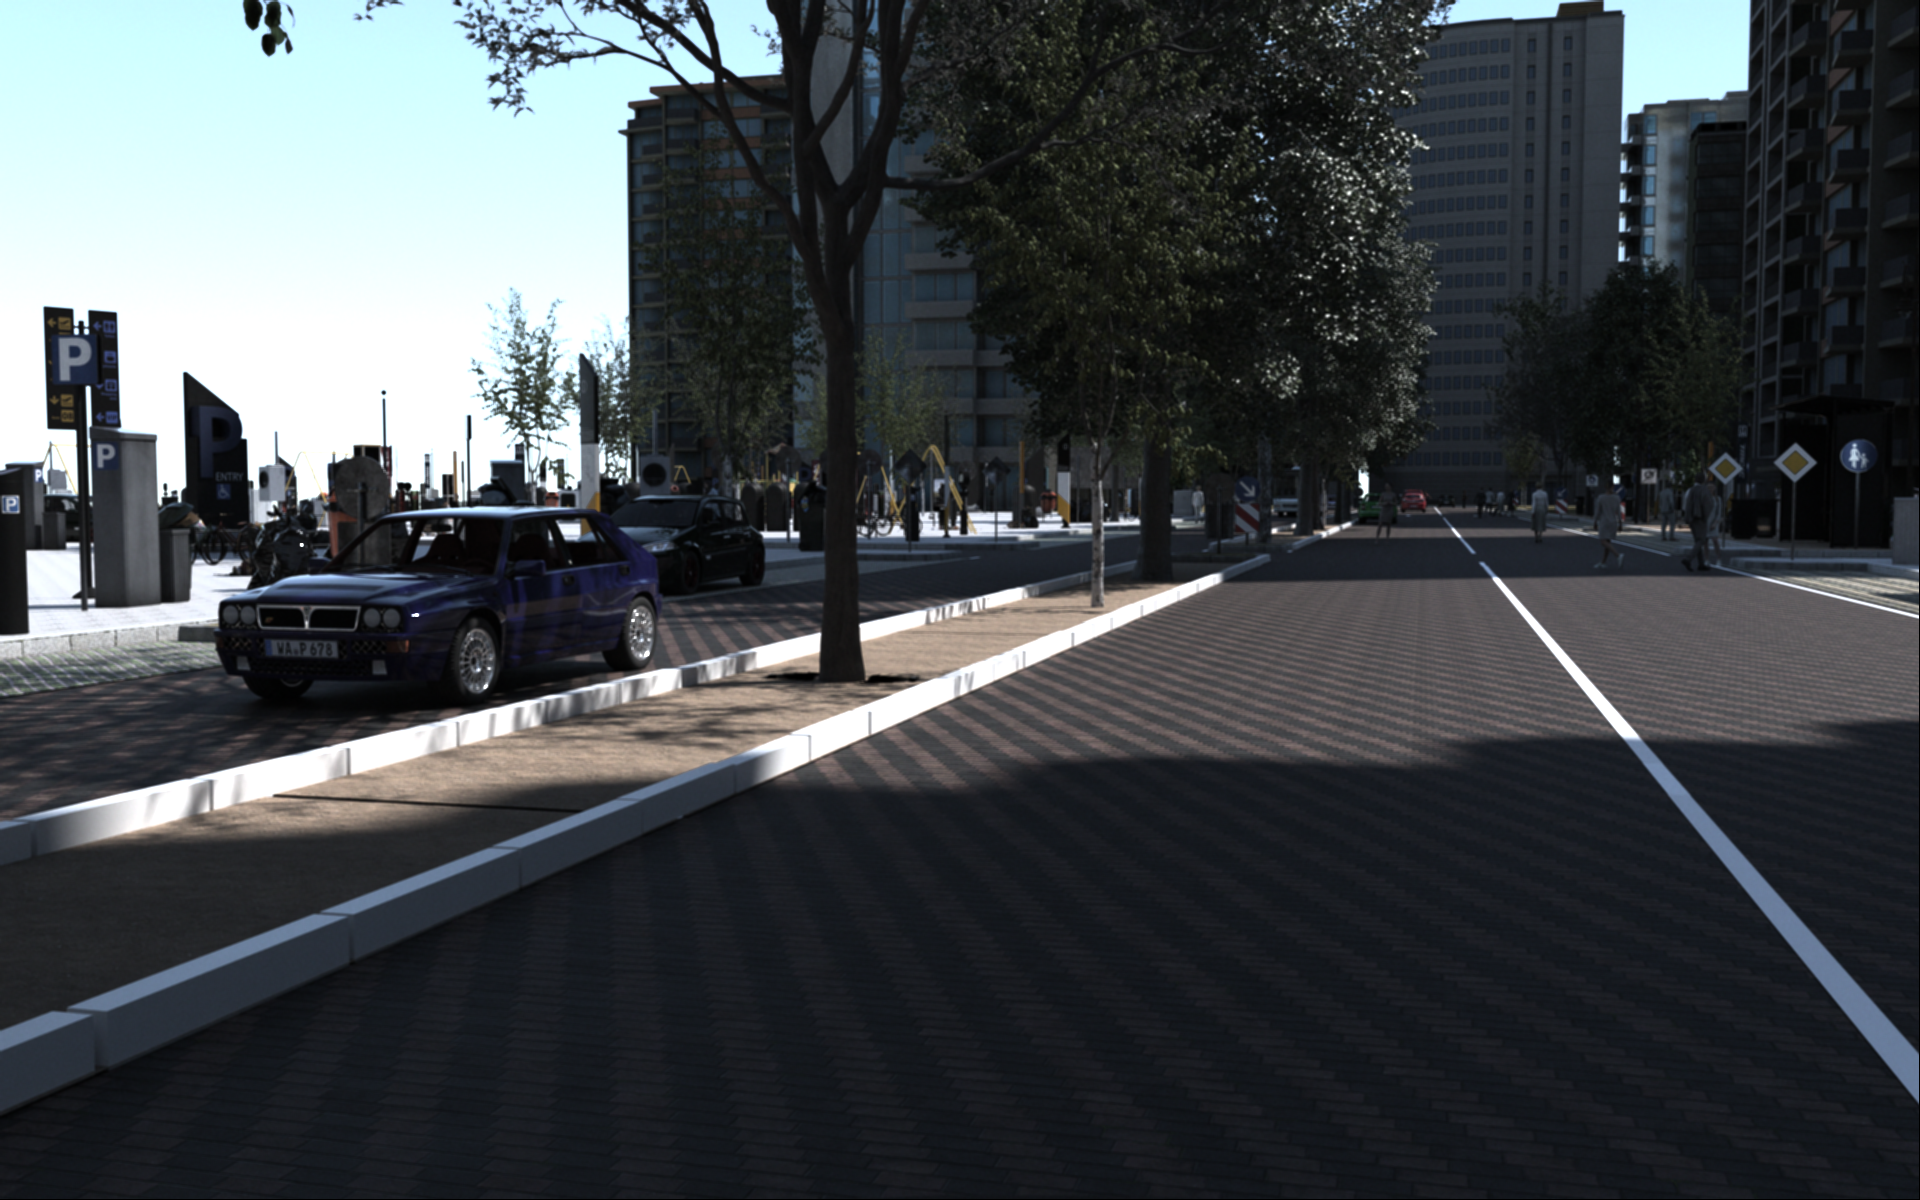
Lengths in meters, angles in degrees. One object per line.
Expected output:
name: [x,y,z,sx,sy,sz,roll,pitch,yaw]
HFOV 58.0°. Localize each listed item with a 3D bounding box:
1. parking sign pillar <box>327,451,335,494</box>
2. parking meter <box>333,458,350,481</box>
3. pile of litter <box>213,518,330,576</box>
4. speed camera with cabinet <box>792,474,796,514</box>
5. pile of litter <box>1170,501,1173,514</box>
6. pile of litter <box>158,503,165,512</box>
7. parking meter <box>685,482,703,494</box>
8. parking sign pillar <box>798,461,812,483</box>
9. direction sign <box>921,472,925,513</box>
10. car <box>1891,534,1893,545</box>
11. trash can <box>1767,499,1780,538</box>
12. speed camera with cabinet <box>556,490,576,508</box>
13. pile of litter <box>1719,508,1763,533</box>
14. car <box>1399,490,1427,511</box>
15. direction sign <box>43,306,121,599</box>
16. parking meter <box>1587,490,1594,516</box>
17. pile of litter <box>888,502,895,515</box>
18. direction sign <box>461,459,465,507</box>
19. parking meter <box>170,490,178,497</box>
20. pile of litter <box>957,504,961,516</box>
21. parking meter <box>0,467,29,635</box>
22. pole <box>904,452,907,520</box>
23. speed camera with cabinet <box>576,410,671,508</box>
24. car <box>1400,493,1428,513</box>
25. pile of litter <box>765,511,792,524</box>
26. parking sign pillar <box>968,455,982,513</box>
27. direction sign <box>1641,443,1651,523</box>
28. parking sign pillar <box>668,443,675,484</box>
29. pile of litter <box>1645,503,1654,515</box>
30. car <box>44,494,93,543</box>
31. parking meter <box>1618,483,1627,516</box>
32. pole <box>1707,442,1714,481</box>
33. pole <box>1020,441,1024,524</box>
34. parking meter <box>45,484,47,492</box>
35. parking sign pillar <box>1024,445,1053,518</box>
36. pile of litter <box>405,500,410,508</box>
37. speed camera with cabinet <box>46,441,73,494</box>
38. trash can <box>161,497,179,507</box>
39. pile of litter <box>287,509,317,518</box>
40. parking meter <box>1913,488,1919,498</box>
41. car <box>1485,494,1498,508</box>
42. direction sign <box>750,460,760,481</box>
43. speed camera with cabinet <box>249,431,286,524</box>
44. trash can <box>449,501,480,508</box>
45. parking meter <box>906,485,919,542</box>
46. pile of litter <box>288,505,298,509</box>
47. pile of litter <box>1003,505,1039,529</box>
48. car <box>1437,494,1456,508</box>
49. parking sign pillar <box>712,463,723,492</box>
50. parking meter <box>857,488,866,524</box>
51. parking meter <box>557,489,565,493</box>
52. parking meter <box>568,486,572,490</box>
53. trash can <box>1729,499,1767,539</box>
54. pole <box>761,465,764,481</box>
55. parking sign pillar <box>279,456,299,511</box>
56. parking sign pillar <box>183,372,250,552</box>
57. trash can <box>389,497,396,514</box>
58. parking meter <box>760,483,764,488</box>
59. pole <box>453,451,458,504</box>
parking sign pillar: [-38.827,-7.255,107.089,1.447,3.967,1.447,-1,4,-18]
parking meter: [-9.967,-1.372,28.151,0.255,1.863,0.399,1,4,9]
pile of litter: [-10.967,-0.825,27.458,1.719,0.858,1.176,2,4,25]
speed camera with cabinet: [-10.765,-7.200,112.058,0.660,3.252,2.038,0,4,7]
pile of litter: [13.612,-5.991,111.913,1.719,0.858,1.176,2,4,32]
pile of litter: [-37.115,-4.093,80.880,1.176,0.858,1.719,-3,5,-42]
parking meter: [-5.488,-1.675,35.800,0.372,1.533,0.369,0,3,0]
parking sign pillar: [-11.143,-8.327,124.623,1.447,3.967,1.447,-1,4,-11]
direction sign: [-2.484,-7.575,115.855,0.379,3.537,0.876,0,4,-1]
car: [22.087,-1.672,36.132,4.718,1.807,1.959,1,4,13]
trash can: [23.581,-2.389,50.718,0.748,1.137,0.748,0,3,0]
speed camera with cabinet: [-16.443,-4.958,75.398,2.038,3.252,0.660,0,4,3]
pile of litter: [25.845,-2.649,57.283,1.719,0.858,1.176,-1,4,-12]
car: [38.716,-8.521,147.991,2.281,1.827,5.304,1,4,13]
direction sign: [-10.749,-1.791,21.281,0.379,3.537,0.876,3,4,38]
parking meter: [36.731,-5.659,100.933,0.372,1.533,0.369,0,3,0]
pile of litter: [-3.948,-5.519,104.194,1.176,0.858,1.719,-3,5,-43]
direction sign: [-33.824,-7.699,117.879,0.379,3.537,0.876,0,4,-6]
parking meter: [-44.208,-5.445,97.442,0.372,1.533,0.369,0,3,0]
pile of litter: [-0.084,-5.518,104.183,1.176,0.858,1.719,3,4,36]
parking meter: [-8.755,-0.455,15.849,0.372,1.533,0.369,0,3,0]
pole: [-2.679,-5.553,84.630,0.158,3.312,0.155,0,3,0]
speed camera with cabinet: [-7.801,-2.816,40.382,2.038,3.252,0.660,0,4,-5]
car: [35.039,-7.624,133.687,2.155,1.783,4.494,1,4,15]
pile of litter: [-7.959,-3.666,73.911,1.719,0.858,1.176,-1,4,-13]
parking sign pillar: [0.776,-8.060,120.258,1.447,3.967,1.447,3,4,38]
direction sign: [30.543,-5.200,77.013,0.379,3.537,0.876,0,4,6]
parking sign pillar: [-15.384,-6.296,91.415,1.447,3.967,1.447,0,4,2]
pile of litter: [42.523,-5.698,107.132,1.176,0.858,1.719,3,4,37]
car: [-23.936,-2.285,47.147,4.222,1.686,2.009,1,4,15]
parking meter: [36.301,-5.459,94.963,0.255,1.863,0.399,-2,4,-32]
pole: [29.361,-4.524,67.808,0.158,3.312,0.155,0,3,0]
pole: [2.398,-4.476,67.028,0.158,3.312,0.155,0,3,0]
parking meter: [-52.253,-5.690,98.747,0.399,1.863,0.255,1,4,22]
parking sign pillar: [4.022,-6.515,94.985,1.447,3.967,1.447,-3,5,-44]
pile of litter: [-41.126,-6.987,128.207,1.719,0.858,1.176,-3,5,-42]
speed camera with cabinet: [-33.115,-4.245,63.743,0.660,3.252,2.038,-2,4,-35]
trash can: [-42.794,-5.010,93.573,0.748,1.137,0.748,0,3,0]
pile of litter: [-15.443,-1.656,41.041,1.719,0.858,1.176,0,4,5]
parking meter: [39.642,-3.870,71.683,0.372,1.533,0.369,0,3,0]
car: [52.266,-9.757,169.314,2.009,1.686,4.222,1,4,17]
direction sign: [-13.556,-7.496,114.564,0.379,3.537,0.876,3,5,43]
speed camera with cabinet: [-22.028,-3.685,54.579,2.038,3.252,0.660,3,5,41]
trash can: [-10.138,-1.473,35.730,0.748,1.137,0.748,0,3,0]
parking meter: [-1.287,-2.355,46.909,0.372,1.533,0.369,0,3,0]
pile of litter: [-26.598,-3.327,68.354,1.176,0.858,1.719,-1,4,-10]
pile of litter: [2.269,-3.120,64.985,1.719,0.858,1.176,-3,4,-39]
car: [51.829,-10.683,184.452,2.009,1.686,4.222,1,4,15]
parking sign pillar: [-12.955,-6.420,93.445,1.447,3.967,1.447,1,4,14]
parking meter: [-4.136,-3.916,72.433,0.372,1.533,0.369,0,3,0]
parking meter: [-20.065,-4.818,87.183,0.372,1.533,0.369,0,3,0]
parking meter: [-28.071,-7.280,124.742,0.255,1.863,0.399,0,4,-6]
trash can: [22.207,-2.292,49.123,0.748,1.137,0.748,0,3,0]
pole: [-14.033,-7.918,123.298,0.158,3.312,0.155,0,3,0]
parking sign pillar: [-46.312,-7.995,119.188,1.447,3.967,1.447,2,4,32]
parking sign pillar: [-16.598,-3.071,38.688,1.447,3.967,1.447,2,4,32]
trash can: [-23.551,-3.718,72.447,0.748,1.137,0.748,0,3,0]
parking meter: [-10.446,-5.185,90.490,0.399,1.863,0.255,2,4,25]
pole: [-23.710,-5.354,81.375,0.158,3.312,0.155,0,3,0]
